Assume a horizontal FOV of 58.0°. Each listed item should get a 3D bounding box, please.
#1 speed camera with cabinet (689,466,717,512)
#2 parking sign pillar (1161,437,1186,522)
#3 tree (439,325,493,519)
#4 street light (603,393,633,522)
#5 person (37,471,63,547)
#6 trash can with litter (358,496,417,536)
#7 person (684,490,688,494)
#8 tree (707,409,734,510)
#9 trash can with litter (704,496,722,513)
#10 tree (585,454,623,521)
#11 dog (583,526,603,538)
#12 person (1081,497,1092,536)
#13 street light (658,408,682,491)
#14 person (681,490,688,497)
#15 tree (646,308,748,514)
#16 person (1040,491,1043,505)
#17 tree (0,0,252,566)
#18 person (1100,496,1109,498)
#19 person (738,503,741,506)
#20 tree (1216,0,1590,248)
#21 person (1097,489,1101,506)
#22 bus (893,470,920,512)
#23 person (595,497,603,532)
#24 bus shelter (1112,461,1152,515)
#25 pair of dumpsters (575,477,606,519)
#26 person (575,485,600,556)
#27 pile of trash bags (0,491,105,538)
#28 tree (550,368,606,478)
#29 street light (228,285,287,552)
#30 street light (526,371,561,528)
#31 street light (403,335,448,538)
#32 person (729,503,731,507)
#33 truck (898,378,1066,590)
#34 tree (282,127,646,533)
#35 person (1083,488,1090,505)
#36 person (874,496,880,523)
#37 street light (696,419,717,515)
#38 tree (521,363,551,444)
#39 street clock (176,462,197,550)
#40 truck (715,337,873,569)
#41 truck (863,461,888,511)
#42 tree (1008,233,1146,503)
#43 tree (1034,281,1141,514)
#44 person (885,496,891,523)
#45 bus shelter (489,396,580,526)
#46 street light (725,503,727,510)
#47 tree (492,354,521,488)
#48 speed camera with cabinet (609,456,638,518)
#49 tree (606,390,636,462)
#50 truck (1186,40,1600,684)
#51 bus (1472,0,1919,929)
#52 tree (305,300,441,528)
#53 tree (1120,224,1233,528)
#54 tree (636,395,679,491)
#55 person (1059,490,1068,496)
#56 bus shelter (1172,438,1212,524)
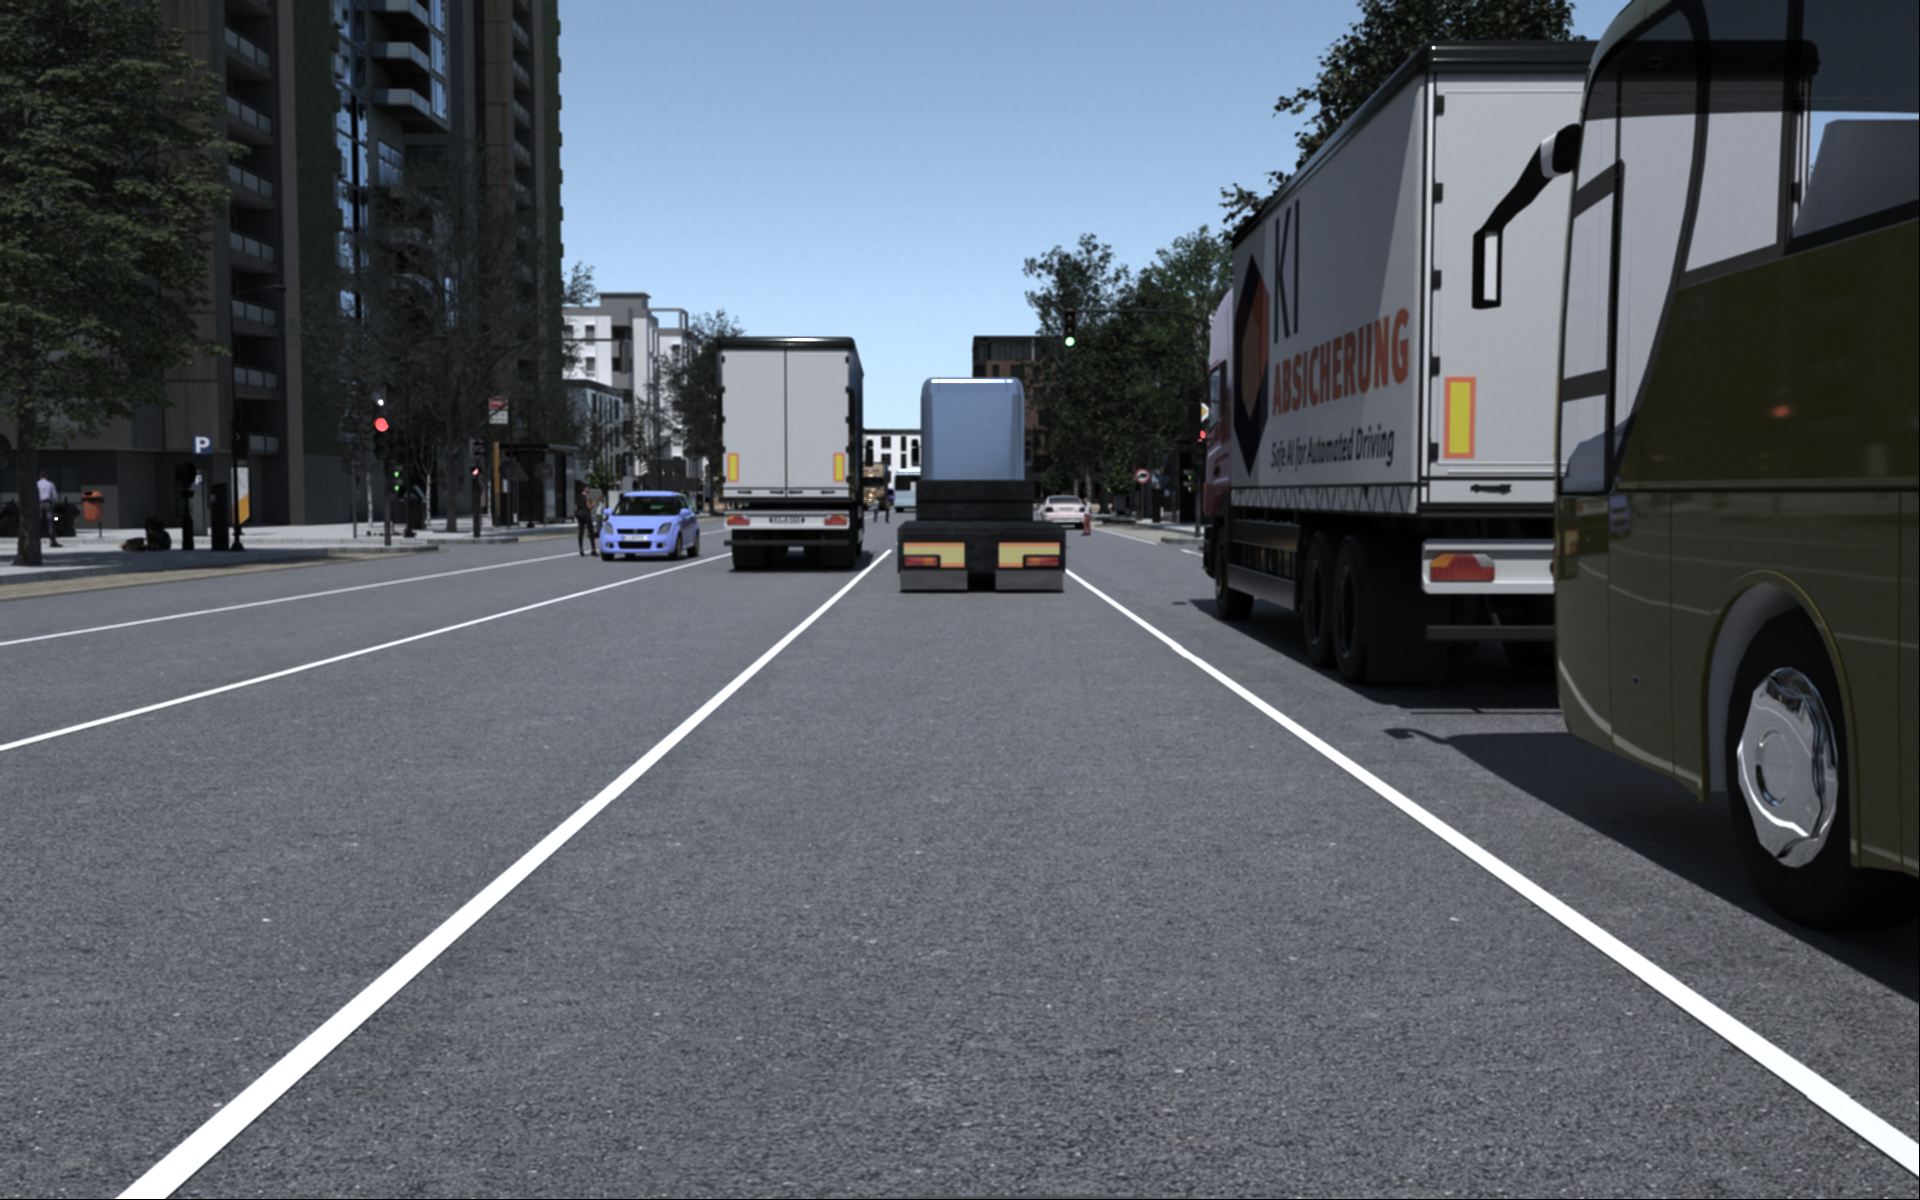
[{"bbox_3d":[-18.030,-7.779,121.528,0.660,3.252,2.038,3,5,41],"label":"speed camera with cabinet"},{"bbox_3d":[10.074,-5.675,81.263,1.447,3.967,1.447,3,5,41],"label":"parking sign pillar"},{"bbox_3d":[-21.442,-7.302,69.754,4.360,8.622,3.978,0,3,0],"label":"tree"},{"bbox_3d":[-15.674,-6.537,79.420,1.470,5.913,1.316,0,4,0],"label":"street light"},{"bbox_3d":[-22.021,-2.190,41.718,0.709,1.838,0.599,-1,4,-18],"label":"person"},{"bbox_3d":[-17.720,-2.598,53.538,1.678,1.210,2.233,3,5,42],"label":"trash can with litter"},{"bbox_3d":[-24.989,-9.232,157.781,0.742,1.727,0.445,1,4,22],"label":"person"},{"bbox_3d":[-16.162,-10.679,124.959,4.360,8.622,3.978,0,3,0],"label":"tree"},{"bbox_3d":[-16.996,-6.525,117.739,1.678,1.210,2.233,-1,4,-17],"label":"trash can with litter"},{"bbox_3d":[-17.211,-5.400,82.894,1.663,3.219,1.824,0,3,0],"label":"tree"},{"bbox_3d":[-11.844,-2.207,56.282,0.748,0.427,0.550,2,4,26],"label":"dog"},{"bbox_3d":[4.370,-2.911,60.011,0.340,1.345,0.435,1,4,13],"label":"person"},{"bbox_3d":[-15.684,-7.396,93.473,1.470,5.913,1.316,0,4,0],"label":"street light"},{"bbox_3d":[-21.160,-7.684,132.201,0.721,1.766,1.217,2,4,29],"label":"person"},{"bbox_3d":[-16.400,-12.469,114.246,12.009,13.543,11.850,0,3,0],"label":"tree"},{"bbox_3d":[9.677,-12.039,205.427,0.705,1.814,1.350,0,4,7],"label":"person"},{"bbox_3d":[-16.858,-6.918,31.230,7.486,12.596,7.792,0,3,0],"label":"tree"},{"bbox_3d":[14.989,-10.625,179.789,1.348,1.821,0.705,-3,5,-44],"label":"person"},{"bbox_3d":[-24.069,-11.209,188.936,0.705,1.869,1.348,0,4,3],"label":"person"},{"bbox_3d":[9.919,-7.232,35.252,9.611,12.733,9.660,0,3,0],"label":"tree"},{"bbox_3d":[15.058,-10.916,184.474,1.348,1.831,0.705,3,5,44],"label":"person"},{"bbox_3d":[-3.882,-8.830,139.222,2.948,3.499,13.247,0,4,-1],"label":"bus"},{"bbox_3d":[-12.168,-2.806,58.283,0.340,1.345,0.435,-1,4,-10],"label":"person"},{"bbox_3d":[10.011,-6.625,102.238,2.014,3.302,5.546,0,3,0],"label":"bus shelter"},{"bbox_3d":[-19.320,-5.284,88.891,1.574,2.255,4.437,0,3,0],"label":"pair of dumpsters"},{"bbox_3d":[-8.558,-1.829,39.882,0.593,1.643,0.415,-1,4,-9],"label":"person"},{"bbox_3d":[-26.685,-2.527,51.074,3.447,1.369,1.912,1,4,17],"label":"pile of trash bags"},{"bbox_3d":[-22.963,-8.954,96.767,4.360,8.622,3.978,0,3,0],"label":"tree"},{"bbox_3d":[-15.659,-4.043,38.636,1.470,5.913,1.316,0,4,0],"label":"street light"},{"bbox_3d":[-15.710,-5.677,65.367,1.470,5.913,1.316,0,4,0],"label":"street light"},{"bbox_3d":[-15.636,-4.781,50.708,1.470,5.913,1.316,0,4,0],"label":"street light"},{"bbox_3d":[-23.789,-10.563,178.753,0.705,1.823,1.348,0,4,3],"label":"person"},{"bbox_3d":[0.299,-2.718,34.197,2.967,4.110,18.799,0,3,0],"label":"truck"},{"bbox_3d":[-16.786,-8.986,57.284,12.009,13.543,11.850,0,3,0],"label":"tree"},{"bbox_3d":[8.881,-7.017,121.470,0.504,1.737,0.576,0,4,-2],"label":"person"},{"bbox_3d":[-4.143,-4.484,85.721,0.435,1.345,0.340,2,4,31],"label":"person"},{"bbox_3d":[-15.785,-8.256,107.526,1.470,5.913,1.316,0,4,0],"label":"street light"},{"bbox_3d":[-24.008,-8.478,88.980,4.360,8.622,3.978,0,3,0],"label":"tree"},{"bbox_3d":[-17.637,-2.138,39.520,0.358,2.002,0.471,0,4,8],"label":"street clock"},{"bbox_3d":[-3.310,-2.911,36.502,2.839,4.237,11.283,0,4,-2],"label":"truck"},{"bbox_3d":[-7.637,-9.913,150.982,2.839,4.237,11.283,0,4,-1],"label":"truck"},{"bbox_3d":[10.082,-16.395,123.942,12.611,20.169,13.585,0,3,0],"label":"tree"},{"bbox_3d":[9.809,-10.610,90.483,9.611,12.733,9.660,0,3,0],"label":"tree"},{"bbox_3d":[-3.597,-4.527,86.418,0.340,1.345,0.435,-2,4,-28],"label":"person"},{"bbox_3d":[-18.176,-5.870,73.607,2.179,5.291,8.768,0,3,0],"label":"bus shelter"},{"bbox_3d":[-15.895,-9.115,121.579,1.470,5.913,1.316,0,4,0],"label":"street light"},{"bbox_3d":[-23.673,-7.974,80.741,4.360,8.622,3.978,0,3,0],"label":"tree"},{"bbox_3d":[-17.267,-5.786,88.932,0.660,3.252,2.038,1,4,20],"label":"speed camera with cabinet"},{"bbox_3d":[-24.789,-10.158,116.444,4.360,8.622,3.978,0,3,0],"label":"tree"},{"bbox_3d":[4.104,-1.677,16.338,2.839,4.237,11.283,0,4,1],"label":"truck"},{"bbox_3d":[3.915,-0.668,2.470,2.896,3.916,12.252,0,4,0],"label":"bus"},{"bbox_3d":[-22.312,-7.020,65.140,4.360,8.622,3.978,0,3,0],"label":"tree"},{"bbox_3d":[9.934,-8.561,65.731,9.928,11.665,9.643,0,3,0],"label":"tree"},{"bbox_3d":[-22.442,-10.569,123.160,4.360,8.622,3.978,0,3,0],"label":"tree"},{"bbox_3d":[10.189,-10.056,170.457,1.348,1.824,0.705,2,4,31],"label":"person"},{"bbox_3d":[10.270,-5.057,73.966,1.731,3.624,6.357,0,4,0],"label":"bus shelter"}]
